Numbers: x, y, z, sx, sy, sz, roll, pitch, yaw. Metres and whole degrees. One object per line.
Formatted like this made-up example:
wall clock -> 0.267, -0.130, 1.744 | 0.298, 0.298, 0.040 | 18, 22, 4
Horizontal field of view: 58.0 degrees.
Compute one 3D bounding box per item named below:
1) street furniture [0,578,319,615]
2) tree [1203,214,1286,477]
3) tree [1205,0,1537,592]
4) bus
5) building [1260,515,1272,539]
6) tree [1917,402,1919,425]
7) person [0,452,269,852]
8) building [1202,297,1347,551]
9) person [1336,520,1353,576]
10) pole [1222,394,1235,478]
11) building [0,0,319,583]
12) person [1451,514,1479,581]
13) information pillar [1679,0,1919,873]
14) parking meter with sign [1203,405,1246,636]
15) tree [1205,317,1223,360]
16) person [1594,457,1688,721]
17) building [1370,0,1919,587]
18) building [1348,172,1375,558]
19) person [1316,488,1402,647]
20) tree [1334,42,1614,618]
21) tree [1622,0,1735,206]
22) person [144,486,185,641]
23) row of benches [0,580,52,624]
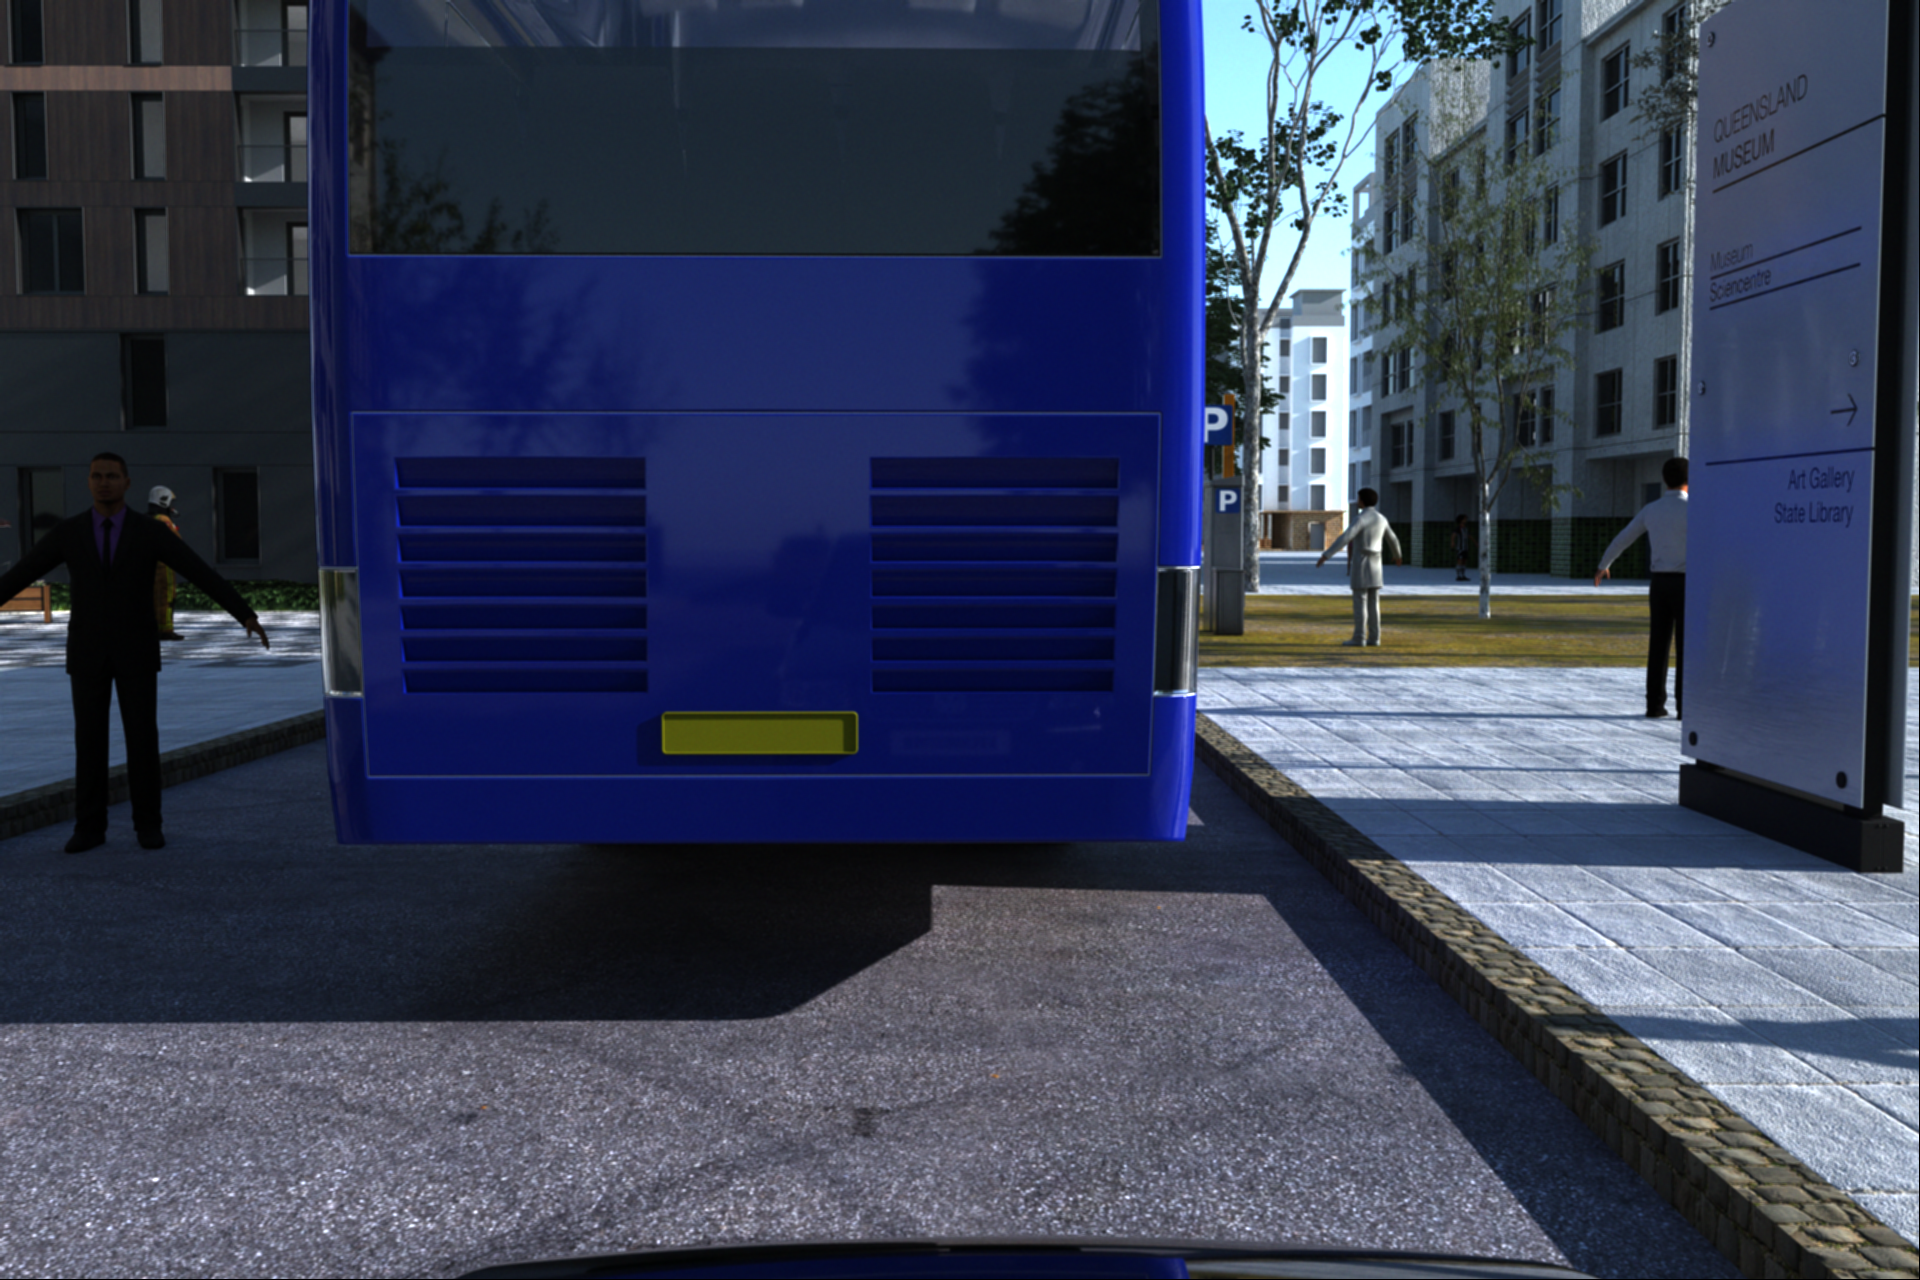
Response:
street furniture -> -11.521, -0.880, 30.013 | 10.072, 0.657, 5.734 | 0, 4, 4
tree -> 6.677, -8.465, 56.523 | 7.486, 12.596, 7.792 | 0, 3, 0
tree -> 7.868, -11.104, 37.437 | 12.611, 20.169, 13.585 | 0, 3, 0
bus -> -0.662, -1.184, 10.899 | 2.896, 3.916, 12.251 | 0, 4, -1
building -> 24.189, -18.713, 172.414 | 16.747, 18.905, 31.486 | 0, 4, 0
tree -> 6.519, -3.553, 8.448 | 4.360, 8.622, 3.978 | 0, 3, 0
person -> -3.870, 0.047, 7.908 | 1.346, 1.802, 0.704 | -1, 4, -17
building -> 23.494, -17.691, 145.665 | 16.016, 20.090, 11.380 | 0, 4, 1
person -> 12.150, -2.860, 53.571 | 1.217, 1.733, 0.721 | 1, 4, 9
pole -> 3.924, -1.929, 25.389 | 0.158, 3.312, 0.155 | 0, 3, 0
building -> -25.140, -13.169, 59.282 | 27.936, 21.610, 32.646 | 0, 4, 0
person -> 13.796, -2.529, 47.500 | 1.345, 1.843, 0.704 | -3, 5, -43
information pillar -> 3.486, -0.976, 7.268 | 0.184, 3.620, 1.656 | 0, 3, 0
parking meter with sign -> 3.415, -1.612, 22.613 | 0.543, 3.016, 1.738 | 0, 4, -1
tree -> 6.196, -8.600, 66.366 | 9.928, 11.665, 9.643 | 0, 3, 0
person -> 4.986, -0.359, 12.032 | 0.704, 1.810, 1.344 | -3, 5, -39
building -> 25.820, -11.680, 57.433 | 16.747, 18.905, 31.486 | 0, 3, 0
building -> 26.012, -14.398, 91.833 | 16.016, 20.090, 11.380 | 0, 3, 0
person -> 4.635, -0.836, 19.853 | 1.347, 1.806, 0.705 | -2, 4, -34
tree -> 8.142, -4.645, 26.301 | 4.360, 8.622, 3.978 | 0, 3, 0
tree -> 11.291, -6.526, 17.072 | 12.009, 13.543, 11.850 | 0, 3, 0
person -> -9.614, -0.927, 20.931 | 1.354, 1.858, 0.705 | 3, 5, 41
row of benches -> -14.793, -0.531, 24.139 | 4.104, 0.672, 1.422 | -2, 4, -25
